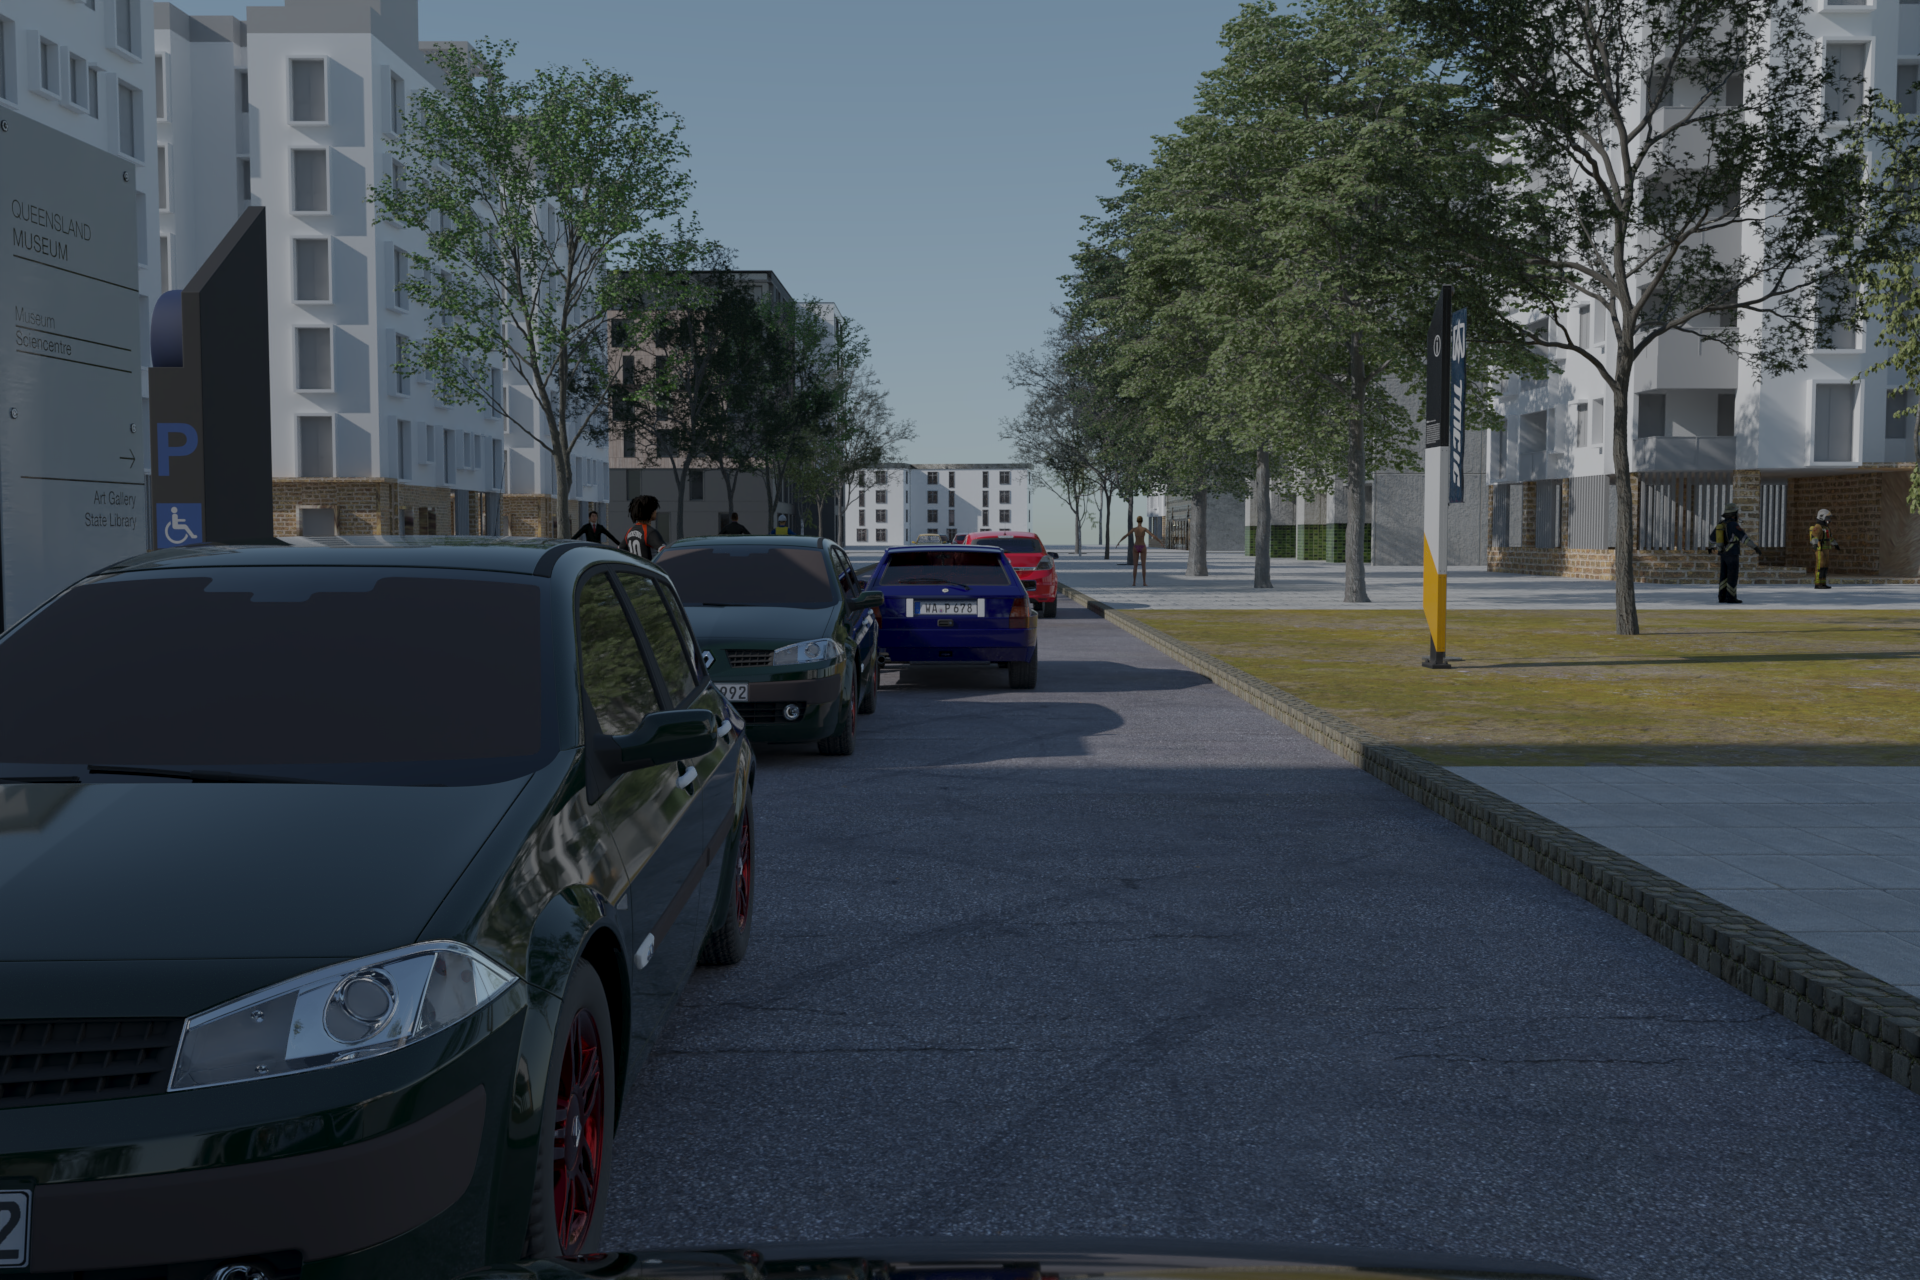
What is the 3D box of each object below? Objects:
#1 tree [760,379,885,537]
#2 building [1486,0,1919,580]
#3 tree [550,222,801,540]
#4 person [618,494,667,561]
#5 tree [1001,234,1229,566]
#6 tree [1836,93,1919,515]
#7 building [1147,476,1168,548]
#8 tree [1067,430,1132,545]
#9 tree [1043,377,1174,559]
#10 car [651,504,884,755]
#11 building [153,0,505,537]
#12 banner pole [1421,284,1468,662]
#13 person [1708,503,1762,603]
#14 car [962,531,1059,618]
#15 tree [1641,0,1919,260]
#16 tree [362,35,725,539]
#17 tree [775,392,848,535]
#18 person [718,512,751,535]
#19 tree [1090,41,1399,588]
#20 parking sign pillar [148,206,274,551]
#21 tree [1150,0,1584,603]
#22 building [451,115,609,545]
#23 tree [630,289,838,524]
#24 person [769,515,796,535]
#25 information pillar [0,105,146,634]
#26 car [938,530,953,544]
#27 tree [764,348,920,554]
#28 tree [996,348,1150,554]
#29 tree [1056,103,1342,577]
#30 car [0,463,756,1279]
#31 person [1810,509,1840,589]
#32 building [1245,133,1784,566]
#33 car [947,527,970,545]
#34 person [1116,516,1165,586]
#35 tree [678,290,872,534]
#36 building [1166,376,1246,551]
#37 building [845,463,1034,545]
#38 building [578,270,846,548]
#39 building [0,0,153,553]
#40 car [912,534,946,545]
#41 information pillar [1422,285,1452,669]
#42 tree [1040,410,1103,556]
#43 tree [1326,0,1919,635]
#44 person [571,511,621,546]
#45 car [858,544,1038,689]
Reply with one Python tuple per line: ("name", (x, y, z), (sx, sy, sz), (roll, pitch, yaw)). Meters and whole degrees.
("tree", (-8.121, -10.317, 103.103), (8.767, 10.594, 7.601), (1, 4, 21))
("building", (22.838, -12.237, 56.497), (16.016, 20.090, 11.380), (0, 4, 0))
("tree", (-8.711, -7.235, 52.707), (8.767, 10.594, 7.601), (0, 4, 6))
("person", (-3.145, -0.544, 17.502), (1.345, 1.843, 0.704), (3, 5, 43))
("tree", (6.900, -9.811, 70.780), (12.009, 13.543, 11.850), (0, 3, 0))
("tree", (15.381, -4.677, 26.827), (4.737, 8.622, 4.395), (0, 3, 0))
("building", (23.583, -19.156, 169.617), (16.016, 20.090, 11.380), (0, 4, 0))
("tree", (17.511, -21.443, 206.478), (12.611, 20.169, 13.585), (0, 3, 0))
("tree", (7.740, -9.357, 87.406), (7.601, 10.594, 8.767), (-2, 4, -28))
("car", (-1.523, -0.163, 12.450), (2.009, 1.686, 4.222), (0, 4, 0))
("building", (-23.456, -12.284, 57.258), (16.016, 20.090, 11.380), (0, 4, 0))
("banner pole", (4.900, -1.666, 17.255), (0.401, 3.779, 0.863), (0, 4, -1))
("person", (14.299, -1.611, 32.124), (0.705, 1.856, 1.354), (-1, 4, -16))
("car", (0.740, -1.351, 31.137), (2.155, 1.783, 4.494), (0, 4, -1))
("tree", (7.236, -4.591, 9.481), (8.767, 10.594, 7.601), (3, 5, 40))
("tree", (-8.523, -6.787, 36.726), (9.928, 11.665, 9.643), (0, 3, 0))
("tree", (-7.819, -8.437, 88.309), (4.737, 8.622, 4.395), (0, 3, 0))
("person", (-5.388, -2.162, 41.569), (1.346, 1.802, 0.704), (1, 4, 9))
("tree", (6.804, -7.502, 40.786), (7.486, 12.596, 7.792), (0, 3, 0))
("parking sign pillar", (-5.902, -1.543, 13.694), (1.447, 3.967, 1.447), (0, 3, 0))
("tree", (7.338, -6.948, 31.731), (7.486, 12.596, 7.792), (0, 3, 0))
("building", (-23.825, -13.658, 79.730), (16.016, 20.090, 11.380), (0, 4, 1))
("tree", (-8.200, -7.887, 63.362), (8.767, 10.594, 7.601), (1, 4, 15))
("person", (-4.556, -2.335, 44.638), (1.216, 1.772, 0.721), (0, 4, 5))
("information pillar", (-5.319, -1.160, 10.277), (0.184, 3.620, 1.656), (0, 4, 1))
("car", (-1.466, -6.472, 115.597), (2.009, 1.686, 4.222), (0, 4, 0))
("tree", (-7.766, -12.434, 113.667), (12.009, 13.543, 11.850), (0, 3, 0))
("tree", (7.448, -12.278, 111.119), (12.009, 13.543, 11.850), (0, 3, 0))
("tree", (7.166, -8.907, 52.280), (9.857, 13.997, 8.962), (0, 3, 0))
("car", (-1.550, 0.329, 4.411), (2.009, 1.686, 4.222), (0, 4, 0))
("person", (20.121, -2.115, 40.346), (1.354, 1.858, 0.705), (-3, 5, -42))
("building", (25.018, -13.363, 84.938), (16.747, 18.905, 31.486), (0, 3, 0))
("car", (0.411, -4.840, 88.169), (2.155, 1.783, 4.494), (0, 4, 0))
("person", (4.450, -2.202, 42.812), (1.217, 1.733, 0.721), (1, 4, 11))
("tree", (-7.819, -8.995, 72.831), (9.928, 11.665, 9.643), (0, 3, 0))
("building", (26.875, -18.827, 138.750), (19.493, 23.208, 18.063), (0, 4, 0))
("building", (-5.758, -15.898, 204.539), (28.070, 9.664, 9.099), (1, 4, 10))
("building", (-25.012, -18.756, 150.634), (27.936, 21.610, 32.646), (0, 4, 0))
("building", (-27.713, -10.980, 35.943), (16.016, 20.090, 11.380), (0, 4, 1))
("car", (-1.802, -5.593, 101.662), (2.015, 1.641, 3.980), (0, 4, 0))
("information pillar", (4.568, -1.543, 16.588), (0.183, 3.616, 0.504), (0, 4, -2))
("tree", (7.052, -9.124, 99.539), (4.360, 8.622, 3.978), (0, 3, 0))
("tree", (8.207, -5.352, 21.917), (7.601, 10.594, 8.767), (1, 4, 11))
("person", (-8.330, -2.034, 39.436), (1.347, 1.806, 0.705), (-2, 4, -24))
("car", (-0.172, -0.292, 17.357), (1.945, 1.354, 3.894), (0, 4, -1))
